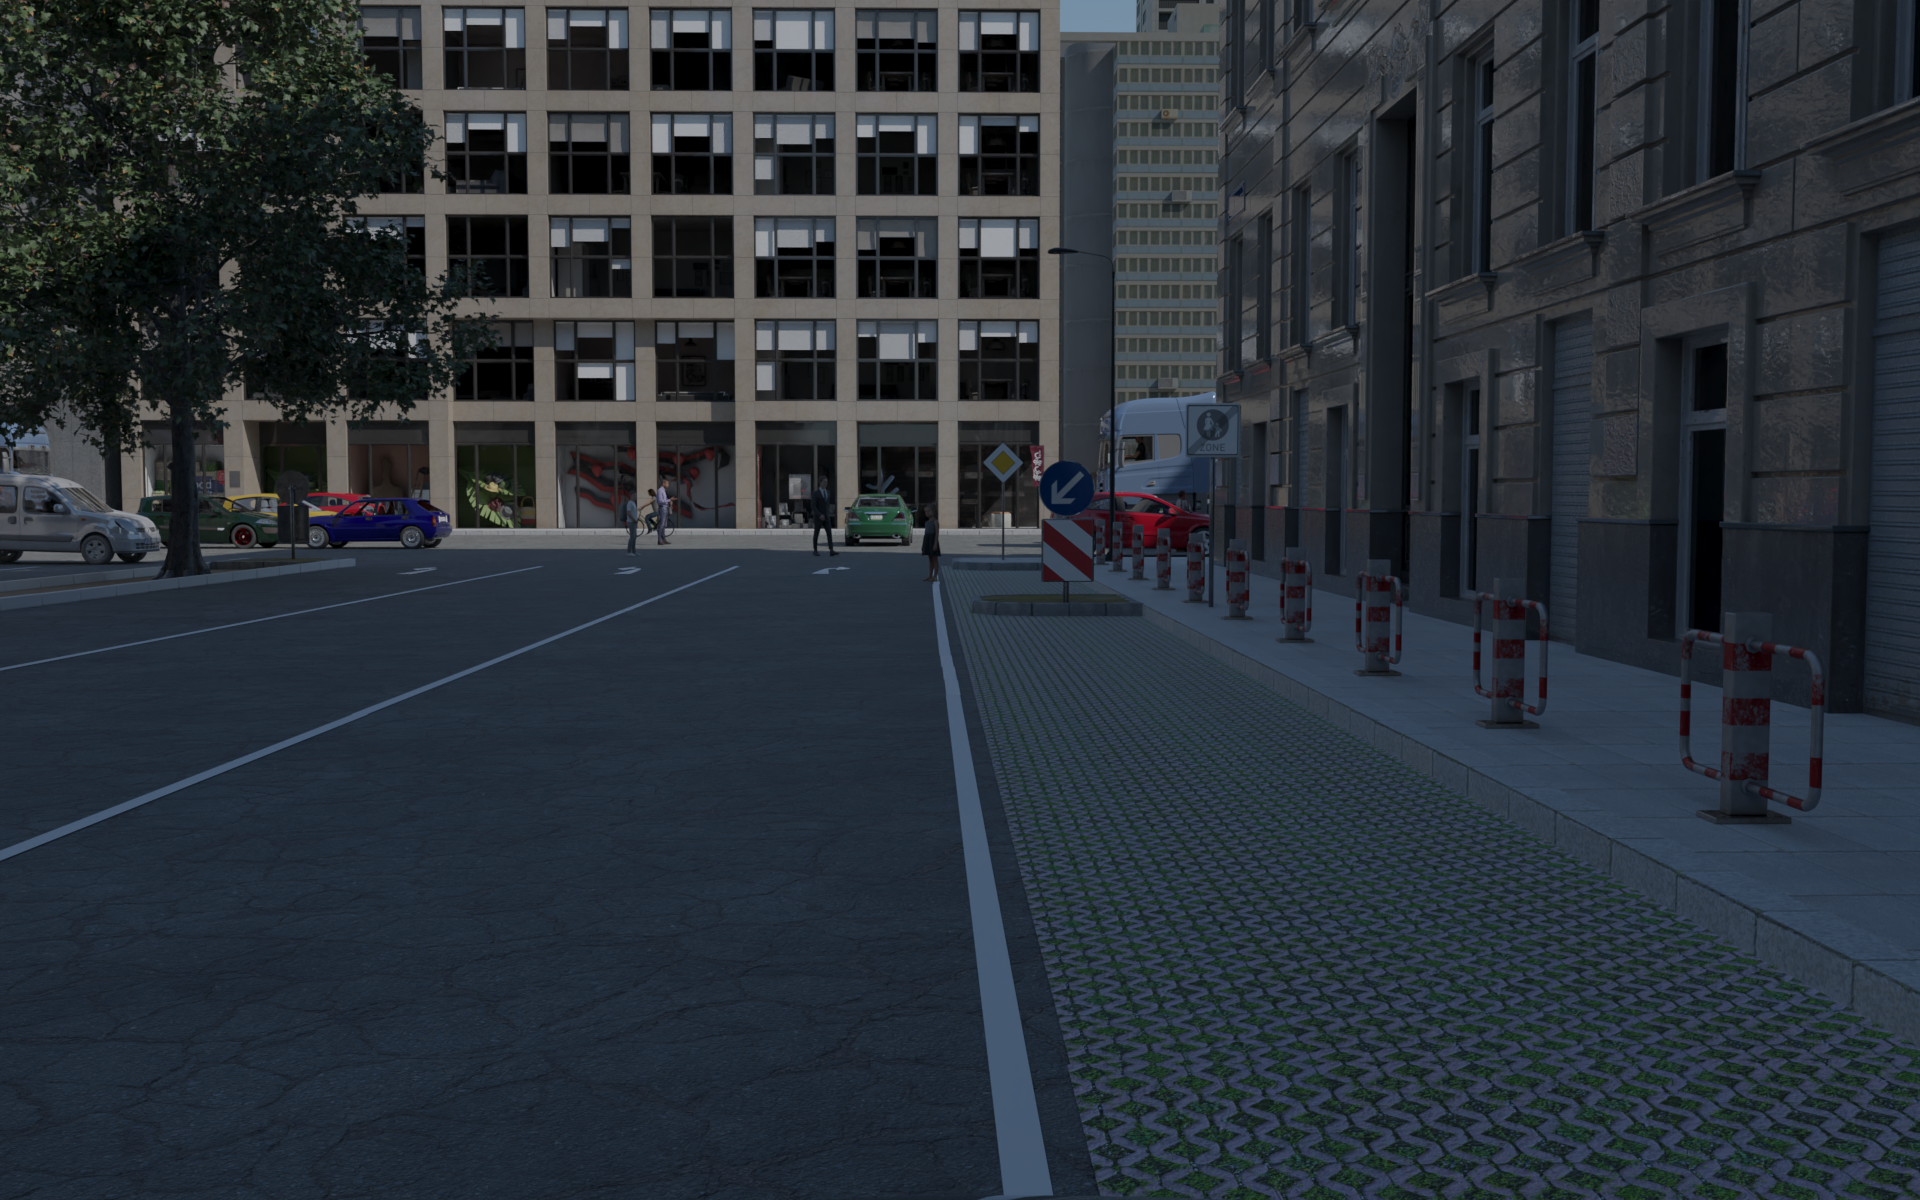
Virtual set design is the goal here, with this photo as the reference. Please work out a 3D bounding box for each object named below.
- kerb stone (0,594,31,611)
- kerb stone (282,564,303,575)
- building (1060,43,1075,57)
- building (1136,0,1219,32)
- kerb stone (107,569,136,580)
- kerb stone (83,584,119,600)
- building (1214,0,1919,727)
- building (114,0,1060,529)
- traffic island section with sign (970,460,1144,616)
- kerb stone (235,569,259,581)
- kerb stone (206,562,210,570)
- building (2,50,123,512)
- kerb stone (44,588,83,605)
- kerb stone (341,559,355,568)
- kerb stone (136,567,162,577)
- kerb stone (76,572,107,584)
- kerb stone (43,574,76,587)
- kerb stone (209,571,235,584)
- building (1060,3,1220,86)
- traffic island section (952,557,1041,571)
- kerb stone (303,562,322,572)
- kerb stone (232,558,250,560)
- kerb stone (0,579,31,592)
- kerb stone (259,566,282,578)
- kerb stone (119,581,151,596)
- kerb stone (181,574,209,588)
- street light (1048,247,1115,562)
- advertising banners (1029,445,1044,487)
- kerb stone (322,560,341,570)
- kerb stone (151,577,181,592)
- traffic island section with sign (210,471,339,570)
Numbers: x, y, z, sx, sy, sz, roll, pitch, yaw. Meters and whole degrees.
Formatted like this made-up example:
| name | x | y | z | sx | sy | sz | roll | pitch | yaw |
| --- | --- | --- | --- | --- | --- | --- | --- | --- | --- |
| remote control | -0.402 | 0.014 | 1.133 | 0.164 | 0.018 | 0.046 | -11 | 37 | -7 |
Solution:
| name | x | y | z | sx | sy | sz | roll | pitch | yaw |
| --- | --- | --- | --- | --- | --- | --- | --- | --- | --- |
| kerb stone | -11.842 | 0.028 | 21.741 | 0.120 | 0.150 | 1.000 | 0 | 4 | -1 |
| kerb stone | -12.050 | -0.538 | 30.996 | 0.120 | 0.150 | 1.000 | 0 | 4 | -1 |
| building | 7.770 | -29.160 | 160.352 | 14.154 | 41.232 | 14.086 | 0 | 4 | -1 |
| building | 34.776 | -48.536 | 231.818 | 20.611 | 71.187 | 20.563 | 0 | 4 | -1 |
| kerb stone | -14.105 | -0.410 | 28.933 | 0.120 | 0.150 | 1.000 | 0 | 4 | -1 |
| kerb stone | -11.890 | -0.097 | 23.797 | 0.120 | 0.150 | 1.000 | 0 | 4 | -1 |
| building | 10.500 | -13.560 | 18.970 | 12.463 | 27.353 | 25.104 | 0 | 4 | -1 |
| building | -13.593 | -16.361 | 72.016 | 34.151 | 26.468 | 19.350 | 0 | 4 | -1 |
| traffic island section with sign | 1.134 | -0.764 | 21.113 | 1.989 | 1.847 | 2.006 | 0 | 4 | -1 |
| kerb stone | -12.005 | -0.412 | 28.937 | 0.120 | 0.150 | 1.000 | 0 | 4 | -1 |
| kerb stone | -14.177 | -0.594 | 32.022 | 0.120 | 0.150 | 1.000 | 0 | 4 | -1 |
| building | -41.294 | -15.298 | 68.152 | 19.932 | 24.808 | 12.078 | 0 | 4 | -1 |
| kerb stone | -11.865 | -0.032 | 22.767 | 0.120 | 0.150 | 1.000 | 0 | 4 | -1 |
| kerb stone | -12.119 | -0.722 | 34.073 | 0.120 | 0.150 | 1.000 | 0 | 4 | -1 |
| kerb stone | -14.126 | -0.475 | 29.969 | 0.120 | 0.150 | 1.000 | 0 | 4 | -1 |
| kerb stone | -14.084 | -0.349 | 27.906 | 0.120 | 0.150 | 1.000 | 0 | 4 | -1 |
| kerb stone | -14.064 | -0.286 | 26.877 | 0.120 | 0.150 | 1.000 | 0 | 4 | -1 |
| kerb stone | -11.980 | -0.349 | 27.909 | 0.120 | 0.150 | 1.000 | 0 | 4 | -1 |
| building | 17.944 | -27.505 | 141.594 | 32.217 | 40.220 | 23.993 | 0 | 4 | -1 |
| traffic island section | 0.857 | -0.694 | 33.627 | 2.009 | 0.180 | 2.903 | 0 | 4 | -1 |
| kerb stone | -12.070 | -0.601 | 32.021 | 0.120 | 0.150 | 1.000 | 0 | 4 | -1 |
| kerb stone | -14.224 | -0.727 | 34.075 | 0.120 | 0.150 | 1.000 | 0 | 4 | -1 |
| kerb stone | -14.043 | -0.221 | 25.844 | 0.120 | 0.150 | 1.000 | 0 | 4 | -1 |
| kerb stone | -12.024 | -0.475 | 29.962 | 0.120 | 0.150 | 1.000 | 0 | 4 | -1 |
| kerb stone | -11.913 | -0.161 | 24.823 | 0.120 | 0.150 | 1.000 | 0 | 4 | -1 |
| kerb stone | -11.959 | -0.286 | 26.880 | 0.120 | 0.150 | 1.000 | 0 | 4 | -1 |
| street light | 2.351 | -3.685 | 32.789 | 1.470 | 5.913 | 1.316 | 0 | 4 | -1 |
| advertising banners | 3.523 | -4.028 | 62.038 | 2.074 | 3.025 | 0.090 | 0 | 4 | 1 |
| kerb stone | -12.093 | -0.662 | 33.047 | 0.120 | 0.150 | 1.000 | 0 | 4 | -1 |
| kerb stone | -11.941 | -0.223 | 25.848 | 0.120 | 0.150 | 1.000 | 0 | 4 | -1 |
| traffic island section with sign | -13.151 | -1.555 | 33.564 | 2.006 | 1.907 | 1.989 | 0 | 4 | -1 |
